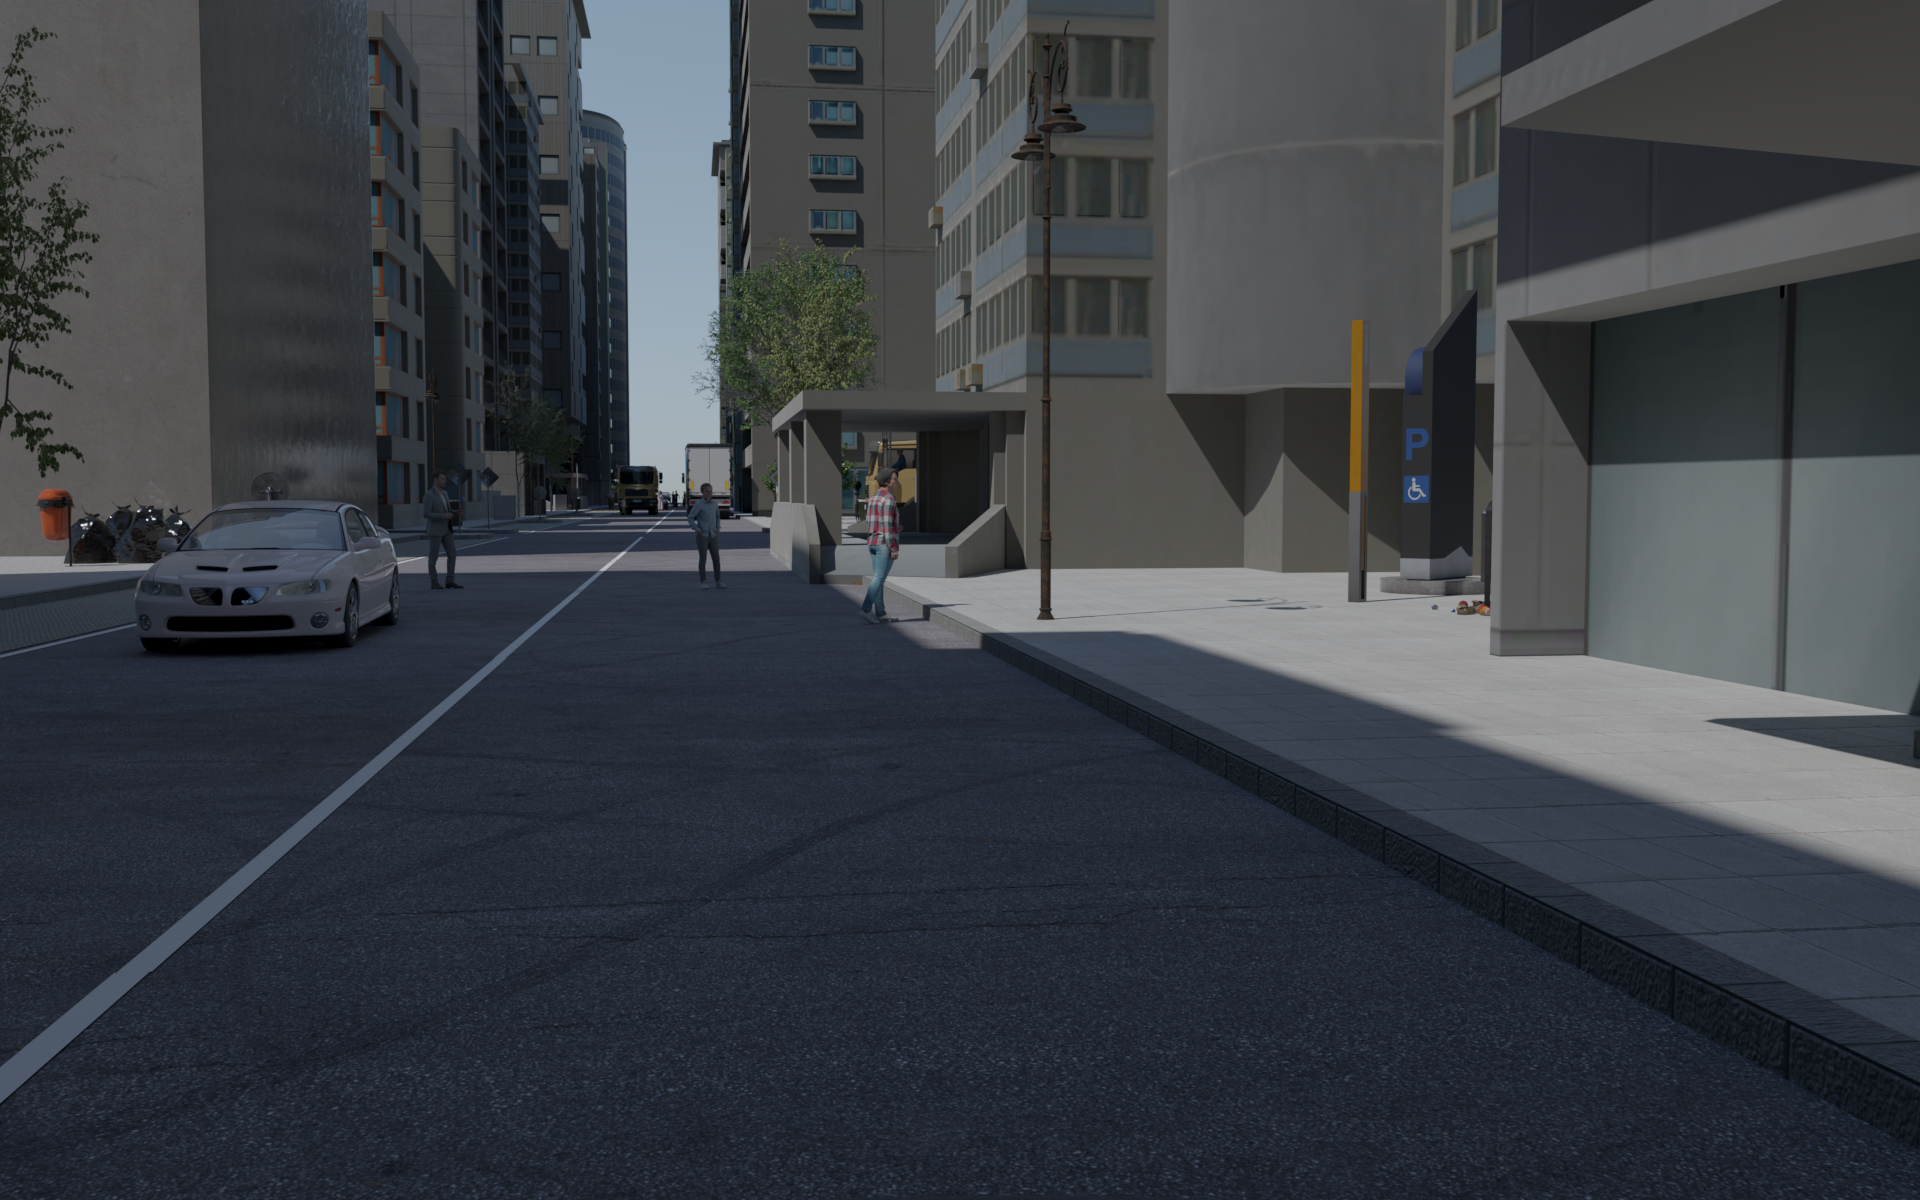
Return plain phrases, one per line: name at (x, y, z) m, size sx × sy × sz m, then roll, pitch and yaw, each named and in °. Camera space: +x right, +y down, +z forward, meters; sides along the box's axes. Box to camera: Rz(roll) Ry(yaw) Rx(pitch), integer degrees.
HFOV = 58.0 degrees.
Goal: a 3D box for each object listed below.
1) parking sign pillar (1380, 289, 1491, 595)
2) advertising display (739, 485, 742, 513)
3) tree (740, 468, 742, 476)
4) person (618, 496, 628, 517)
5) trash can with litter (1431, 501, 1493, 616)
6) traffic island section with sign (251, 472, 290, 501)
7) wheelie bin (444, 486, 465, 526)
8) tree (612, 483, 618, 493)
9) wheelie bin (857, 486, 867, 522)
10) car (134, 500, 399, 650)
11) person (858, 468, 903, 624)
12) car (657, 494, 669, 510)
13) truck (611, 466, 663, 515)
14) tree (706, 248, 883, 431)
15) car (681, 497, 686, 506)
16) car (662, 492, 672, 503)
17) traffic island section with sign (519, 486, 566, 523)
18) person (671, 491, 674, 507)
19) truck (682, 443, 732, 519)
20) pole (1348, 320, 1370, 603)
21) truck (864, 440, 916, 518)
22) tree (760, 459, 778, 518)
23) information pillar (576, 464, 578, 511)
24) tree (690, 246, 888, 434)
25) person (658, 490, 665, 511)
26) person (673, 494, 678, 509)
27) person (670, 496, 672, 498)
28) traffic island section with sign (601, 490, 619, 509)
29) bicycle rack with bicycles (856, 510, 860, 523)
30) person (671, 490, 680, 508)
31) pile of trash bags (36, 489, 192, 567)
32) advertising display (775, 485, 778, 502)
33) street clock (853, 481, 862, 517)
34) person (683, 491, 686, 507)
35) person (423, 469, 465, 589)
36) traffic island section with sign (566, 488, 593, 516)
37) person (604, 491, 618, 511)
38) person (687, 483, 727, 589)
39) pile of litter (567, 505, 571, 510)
parking sign pillar at (6.230, -2.083, 22.526) m, size 1.447 × 3.967 × 1.447 m, roll 3°, pitch 5°, yaw 40°
advertising display at (-14.933, -6.882, 117.741) m, size 0.123 × 1.923 × 0.974 m, roll 0°, pitch 4°, yaw -5°
tree at (-14.041, -8.515, 122.927) m, size 4.285 × 4.588 × 4.351 m, roll 0°, pitch 3°, yaw 0°
person at (-20.715, -5.734, 106.491) m, size 0.590 × 1.304 × 0.306 m, roll 0°, pitch 4°, yaw 1°
trash can with litter at (6.013, -0.478, 18.866) m, size 1.678 × 1.210 × 2.233 m, roll 2°, pitch 4°, yaw 30°
traffic island section with sign at (-12.198, -1.337, 30.487) m, size 1.989 × 1.847 × 2.006 m, roll -1°, pitch 4°, yaw -9°
wheelie bin at (-20.267, -3.742, 69.097) m, size 0.980 × 1.594 × 0.693 m, roll -2°, pitch 4°, yaw -25°
tree at (-43.071, -13.366, 213.136) m, size 1.663 × 3.219 × 1.824 m, roll 0°, pitch 3°, yaw 0°
wheelie bin at (-3.580, -3.660, 67.744) m, size 0.693 × 1.594 × 0.980 m, roll -3°, pitch 5°, yaw -41°
car at (-6.850, -0.315, 17.506) m, size 2.083 × 1.381 × 4.827 m, roll -1°, pitch 4°, yaw -10°
person at (-0.893, -0.610, 19.307) m, size 0.643 × 1.720 × 0.563 m, roll -2°, pitch 4°, yaw -24°
car at (-27.321, -8.985, 156.695) m, size 2.009 × 1.686 × 4.222 m, roll -1°, pitch 4°, yaw -9°
truck at (-22.332, -7.610, 120.352) m, size 3.469 × 3.379 × 9.791 m, roll -1°, pitch 4°, yaw -9°
tree at (-6.897, -8.969, 72.394) m, size 9.928 × 11.665 × 9.643 m, roll 0°, pitch 3°, yaw 0°
car at (-32.020, -11.959, 205.309) m, size 2.009 × 1.686 × 4.222 m, roll -1°, pitch 4°, yaw -8°
car at (-49.577, -17.267, 290.993) m, size 2.281 × 1.827 × 5.304 m, roll -1°, pitch 4°, yaw -10°
traffic island section with sign at (-20.680, -4.698, 85.436) m, size 1.989 × 1.847 × 2.006 m, roll -1°, pitch 4°, yaw -9°
person at (-32.168, -11.371, 194.950) m, size 0.750 × 1.759 × 0.617 m, roll 2°, pitch 4°, yaw 32°
truck at (-14.774, -6.866, 101.174) m, size 2.839 × 4.237 × 11.283 m, roll -1°, pitch 4°, yaw -10°
pole at (4.711, -1.627, 20.438) m, size 0.158 × 3.312 × 0.155 m, roll 0°, pitch 3°, yaw 0°
truck at (0.638, -4.074, 62.527) m, size 9.791 × 3.379 × 3.469 m, roll 0°, pitch 4°, yaw -7°
tree at (-9.990, -6.119, 94.653) m, size 1.663 × 3.219 × 1.824 m, roll 0°, pitch 3°, yaw 0°
information pillar at (-29.544, -8.694, 133.503) m, size 0.183 × 3.616 × 0.504 m, roll -1°, pitch 4°, yaw -10°
tree at (-8.475, -10.744, 86.040) m, size 12.009 × 13.543 × 11.850 m, roll 0°, pitch 3°, yaw 0°
person at (-25.800, -8.565, 149.209) m, size 0.621 × 1.740 × 0.551 m, roll 1°, pitch 4°, yaw 22°
person at (-28.126, -9.745, 171.052) m, size 0.599 × 1.433 × 0.991 m, roll -3°, pitch 4°, yaw -36°
person at (-46.389, -16.415, 280.137) m, size 1.065 × 1.426 × 0.557 m, roll -1°, pitch 4°, yaw -12°
traffic island section with sign at (-32.506, -9.374, 161.886) m, size 1.989 × 1.847 × 2.006 m, roll -1°, pitch 4°, yaw -9°
bicycle rack with bicycles at (-3.188, -3.591, 72.103) m, size 2.925 × 0.926 × 2.852 m, roll -3°, pitch 5°, yaw -44°
person at (-29.621, -10.532, 180.682) m, size 1.348 × 1.826 × 0.705 m, roll 3°, pitch 5°, yaw 41°
pile of trash bags at (-15.712, -1.363, 32.045) m, size 1.912 × 1.369 × 3.447 m, roll 1°, pitch 4°, yaw 11°
advertising display at (-7.817, -4.434, 77.715) m, size 0.974 × 1.923 × 0.123 m, roll -1°, pitch 4°, yaw -8°
street clock at (-5.634, -5.522, 94.858) m, size 0.471 × 2.002 × 0.358 m, roll -3°, pitch 5°, yaw -43°
person at (-30.401, -11.181, 191.830) m, size 0.721 × 1.766 × 1.217 m, roll 0°, pitch 4°, yaw 2°
person at (-7.774, -1.065, 26.119) m, size 0.583 × 1.804 × 0.606 m, roll 1°, pitch 4°, yaw 14°
traffic island section with sign at (-24.828, -6.336, 112.220) m, size 1.989 × 1.847 × 2.006 m, roll -1°, pitch 4°, yaw -9°
person at (-30.096, -8.572, 149.383) m, size 1.217 × 1.736 × 0.721 m, roll 0°, pitch 4°, yaw -6°
person at (-3.824, -0.971, 26.189) m, size 0.589 × 1.601 × 0.330 m, roll -2°, pitch 4°, yaw -31°
pile of litter at (-31.468, -7.533, 137.127) m, size 1.719 × 0.858 × 1.176 m, roll -1°, pitch 4°, yaw -16°
